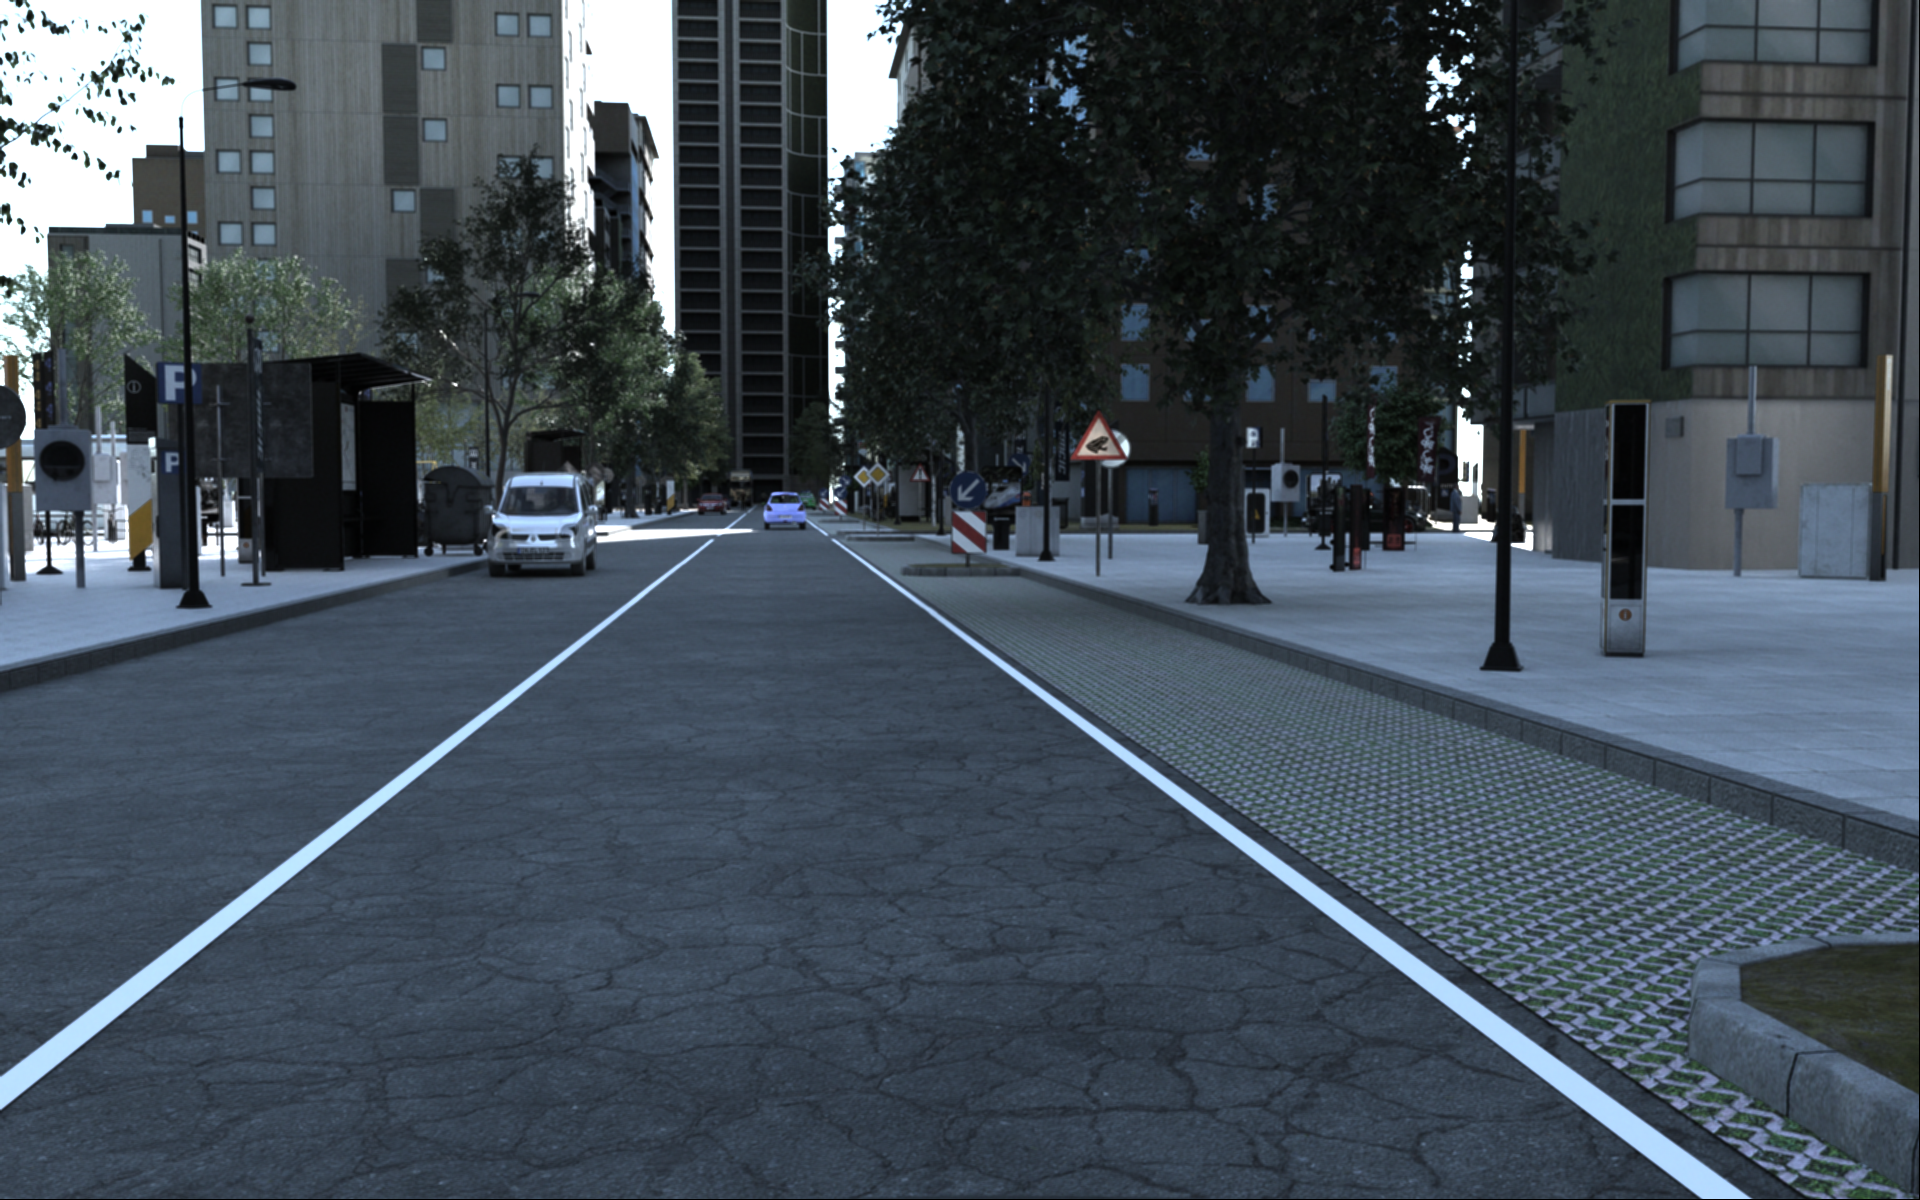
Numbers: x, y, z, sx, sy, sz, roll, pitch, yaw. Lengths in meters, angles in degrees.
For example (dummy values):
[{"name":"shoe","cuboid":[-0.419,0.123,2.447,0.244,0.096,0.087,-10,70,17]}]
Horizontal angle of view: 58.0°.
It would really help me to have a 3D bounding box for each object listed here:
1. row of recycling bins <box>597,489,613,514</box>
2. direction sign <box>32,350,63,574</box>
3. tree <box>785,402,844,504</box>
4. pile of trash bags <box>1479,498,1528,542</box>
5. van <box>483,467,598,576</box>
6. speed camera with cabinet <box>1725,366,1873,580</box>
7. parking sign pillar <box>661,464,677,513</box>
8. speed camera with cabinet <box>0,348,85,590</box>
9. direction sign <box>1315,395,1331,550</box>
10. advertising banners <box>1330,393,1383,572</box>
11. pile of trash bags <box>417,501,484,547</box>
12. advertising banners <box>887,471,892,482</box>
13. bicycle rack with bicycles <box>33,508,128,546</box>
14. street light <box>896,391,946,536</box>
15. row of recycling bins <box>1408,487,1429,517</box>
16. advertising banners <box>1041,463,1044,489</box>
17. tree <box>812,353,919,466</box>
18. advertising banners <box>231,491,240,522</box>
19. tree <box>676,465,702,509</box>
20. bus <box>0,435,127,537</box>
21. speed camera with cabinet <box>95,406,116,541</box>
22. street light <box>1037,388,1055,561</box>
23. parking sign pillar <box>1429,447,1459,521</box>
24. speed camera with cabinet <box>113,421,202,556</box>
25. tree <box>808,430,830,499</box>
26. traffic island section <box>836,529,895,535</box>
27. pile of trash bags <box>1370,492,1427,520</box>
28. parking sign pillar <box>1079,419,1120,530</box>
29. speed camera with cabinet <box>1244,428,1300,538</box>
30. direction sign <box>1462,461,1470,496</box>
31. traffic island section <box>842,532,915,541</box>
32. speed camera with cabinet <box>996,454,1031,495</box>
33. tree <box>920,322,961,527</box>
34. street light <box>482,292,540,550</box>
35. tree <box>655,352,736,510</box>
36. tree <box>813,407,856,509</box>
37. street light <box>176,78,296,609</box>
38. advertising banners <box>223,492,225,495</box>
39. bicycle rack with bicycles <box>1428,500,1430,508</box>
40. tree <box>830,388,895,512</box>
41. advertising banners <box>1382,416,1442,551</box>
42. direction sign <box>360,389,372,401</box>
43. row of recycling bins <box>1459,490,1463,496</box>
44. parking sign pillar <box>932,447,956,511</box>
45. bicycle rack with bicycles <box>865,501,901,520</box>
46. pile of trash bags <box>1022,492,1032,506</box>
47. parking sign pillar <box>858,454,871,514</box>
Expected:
[{"name":"row of recycling bins","cuboid":[-23.906,-6.568,114.496,1.069,1.692,3.534,0,4,8]},{"name":"direction sign","cuboid":[-14.614,-2.183,27.693,0.876,3.537,0.379,3,5,44]},{"name":"tree","cuboid":[-17.905,-18.031,212.936,7.486,12.596,7.792,0,3,0]},{"name":"pile of trash bags","cuboid":[15.761,-2.209,45.871,3.447,1.369,1.912,3,5,39]},{"name":"van","cuboid":[-7.567,-1.499,31.526,2.013,2.044,4.112,0,4,-8]},{"name":"speed camera with cabinet","cuboid":[12.913,-1.973,26.596,2.038,3.252,0.660,2,4,34]},{"name":"parking sign pillar","cuboid":[-20.238,-7.990,119.104,1.447,3.967,1.447,0,4,-4]},{"name":"speed camera with cabinet","cuboid":[-12.766,-1.765,23.186,2.038,3.252,0.660,-1,4,-23]},{"name":"direction sign","cuboid":[8.387,-2.930,39.899,0.379,3.537,0.876,1,4,17]},{"name":"advertising banners","cuboid":[6.692,-2.024,29.286,0.090,3.025,2.074,2,4,33]},{"name":"pile of trash bags","cuboid":[-12.957,-2.079,43.749,1.912,1.369,3.447,0,4,-5]},{"name":"advertising banners","cuboid":[-4.627,-8.235,130.821,2.074,3.025,0.090,0,4,-6]},{"name":"bicycle rack with bicycles","cuboid":[-22.216,-1.866,43.889,2.852,0.926,2.925,-3,4,-39]},{"name":"street light","cuboid":[-1.116,-4.952,53.508,1.470,5.913,1.316,0,4,-6]},{"name":"row of recycling bins","cuboid":[25.373,-5.457,96.330,1.069,1.692,3.534,2,4,27]},{"name":"advertising banners","cuboid":[5.287,-6.297,99.137,2.074,3.025,0.090,-3,5,-44]},{"name":"tree","cuboid":[-5.460,-10.497,106.038,7.601,10.594,8.767,1,4,8]},{"name":"advertising banners","cuboid":[-32.430,-4.995,77.849,0.090,3.025,2.074,-3,5,-39]},{"name":"tree","cuboid":[-24.217,-10.245,151.225,4.285,4.588,4.351,0,3,0]},{"name":"bus","cuboid":[-32.594,-3.653,54.589,13.247,3.499,2.948,0,4,-5]},{"name":"speed camera with cabinet","cuboid":[-19.092,-2.779,39.773,0.660,3.252,2.038,3,5,44]},{"name":"street light","cuboid":[1.120,-3.699,33.019,1.470,5.913,1.316,0,4,-6]},{"name":"parking sign pillar","cuboid":[23.399,-5.819,83.609,1.447,3.967,1.447,1,4,13]},{"name":"speed camera with cabinet","cuboid":[-16.717,-2.560,36.199,2.038,3.252,0.660,2,4,33]},{"name":"tree","cuboid":[-13.617,-14.226,182.952,4.737,8.622,4.395,0,3,0]},{"name":"traffic island section","cuboid":[-3.375,-2.394,61.422,2.009,0.180,2.903,0,4,-6]},{"name":"pile of trash bags","cuboid":[16.964,-3.597,68.568,3.447,1.369,1.912,-3,5,-41]},{"name":"parking sign pillar","cuboid":[5.018,-4.509,62.196,1.447,3.967,1.447,-1,4,-16]},{"name":"speed camera with cabinet","cuboid":[9.125,-3.500,51.557,2.038,3.252,0.660,-2,4,-25]},{"name":"direction sign","cuboid":[34.193,-7.650,117.072,0.876,3.537,0.379,-3,5,-41]},{"name":"traffic island section","cuboid":[-2.510,-1.908,53.484,2.009,0.180,2.903,0,4,-6]},{"name":"speed camera with cabinet","cuboid":[2.475,-5.614,86.129,2.038,3.252,0.660,-1,4,-13]},{"name":"tree","cuboid":[-0.802,-7.205,68.168,4.360,8.622,3.978,0,3,0]},{"name":"street light","cuboid":[-10.353,-4.122,39.928,1.470,5.913,1.316,0,4,-6]},{"name":"tree","cuboid":[-21.855,-13.449,138.014,7.486,12.596,7.792,0,3,0]},{"name":"tree","cuboid":[-10.573,-11.985,146.317,4.360,8.622,3.978,0,3,0]},{"name":"street light","cuboid":[-8.113,-2.868,19.439,1.470,5.913,1.316,0,4,-6]},{"name":"advertising banners","cuboid":[-49.840,-7.308,115.673,0.090,3.025,2.074,1,4,18]},{"name":"bicycle rack with bicycles","cuboid":[31.122,-6.275,115.971,2.925,0.926,2.852,-1,4,-19]},{"name":"tree","cuboid":[-4.791,-9.049,98.313,4.737,8.622,4.395,0,3,0]},{"name":"advertising banners","cuboid":[9.814,-2.633,39.237,2.074,3.025,0.090,1,4,13]},{"name":"direction sign","cuboid":[-12.318,-2.678,35.777,0.379,3.537,0.876,-3,5,-43]},{"name":"row of recycling bins","cuboid":[38.134,-7.834,135.200,1.069,1.692,3.534,-1,4,-12]},{"name":"parking sign pillar","cuboid":[-0.920,-6.772,99.195,1.447,3.967,1.447,-1,4,-15]},{"name":"bicycle rack with bicycles","cuboid":[-3.245,-4.382,85.033,2.852,0.926,2.925,-1,4,-19]},{"name":"pile of trash bags","cuboid":[2.180,-3.969,74.645,1.912,1.369,3.447,-2,4,-25]},{"name":"parking sign pillar","cuboid":[-6.013,-7.723,114.741,1.447,3.967,1.447,0,4,3]}]
